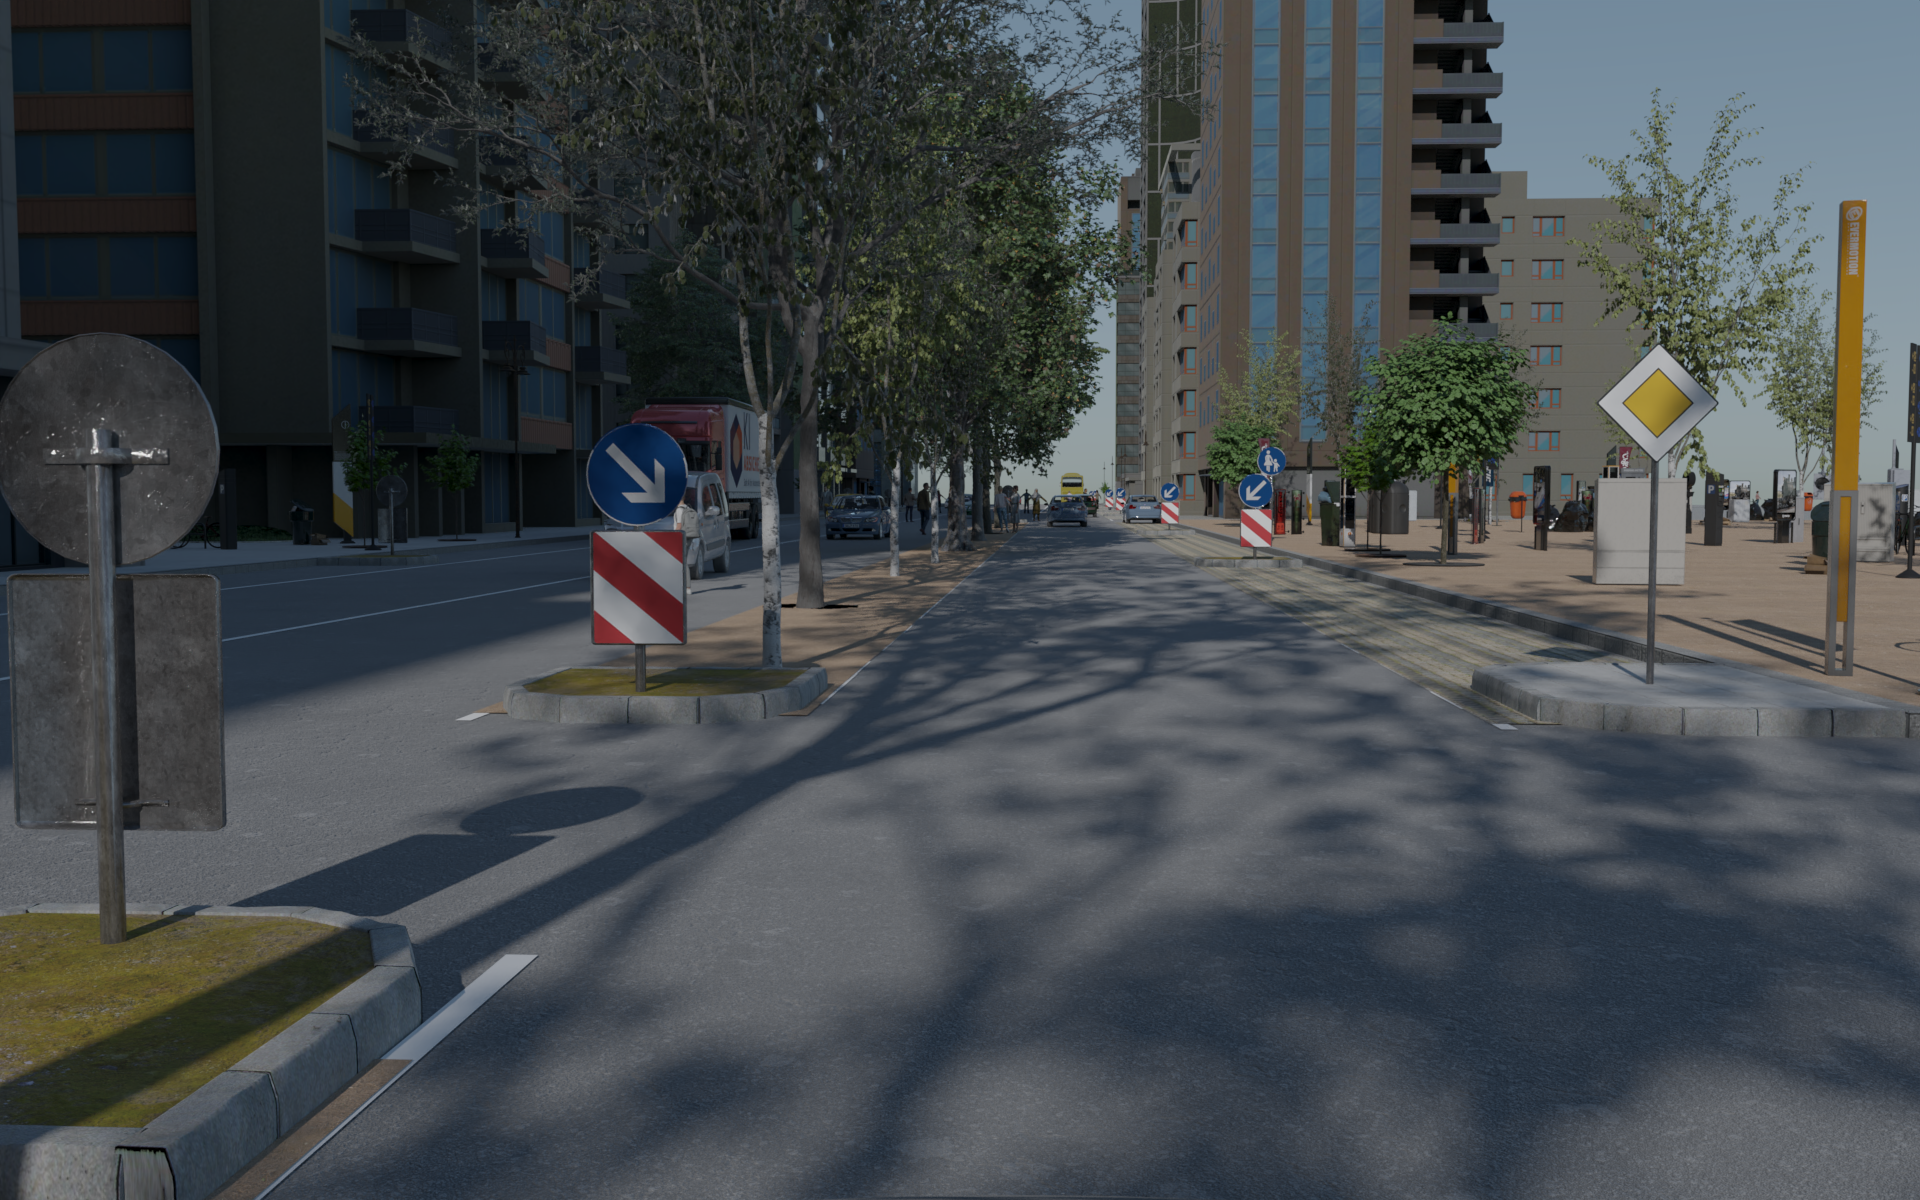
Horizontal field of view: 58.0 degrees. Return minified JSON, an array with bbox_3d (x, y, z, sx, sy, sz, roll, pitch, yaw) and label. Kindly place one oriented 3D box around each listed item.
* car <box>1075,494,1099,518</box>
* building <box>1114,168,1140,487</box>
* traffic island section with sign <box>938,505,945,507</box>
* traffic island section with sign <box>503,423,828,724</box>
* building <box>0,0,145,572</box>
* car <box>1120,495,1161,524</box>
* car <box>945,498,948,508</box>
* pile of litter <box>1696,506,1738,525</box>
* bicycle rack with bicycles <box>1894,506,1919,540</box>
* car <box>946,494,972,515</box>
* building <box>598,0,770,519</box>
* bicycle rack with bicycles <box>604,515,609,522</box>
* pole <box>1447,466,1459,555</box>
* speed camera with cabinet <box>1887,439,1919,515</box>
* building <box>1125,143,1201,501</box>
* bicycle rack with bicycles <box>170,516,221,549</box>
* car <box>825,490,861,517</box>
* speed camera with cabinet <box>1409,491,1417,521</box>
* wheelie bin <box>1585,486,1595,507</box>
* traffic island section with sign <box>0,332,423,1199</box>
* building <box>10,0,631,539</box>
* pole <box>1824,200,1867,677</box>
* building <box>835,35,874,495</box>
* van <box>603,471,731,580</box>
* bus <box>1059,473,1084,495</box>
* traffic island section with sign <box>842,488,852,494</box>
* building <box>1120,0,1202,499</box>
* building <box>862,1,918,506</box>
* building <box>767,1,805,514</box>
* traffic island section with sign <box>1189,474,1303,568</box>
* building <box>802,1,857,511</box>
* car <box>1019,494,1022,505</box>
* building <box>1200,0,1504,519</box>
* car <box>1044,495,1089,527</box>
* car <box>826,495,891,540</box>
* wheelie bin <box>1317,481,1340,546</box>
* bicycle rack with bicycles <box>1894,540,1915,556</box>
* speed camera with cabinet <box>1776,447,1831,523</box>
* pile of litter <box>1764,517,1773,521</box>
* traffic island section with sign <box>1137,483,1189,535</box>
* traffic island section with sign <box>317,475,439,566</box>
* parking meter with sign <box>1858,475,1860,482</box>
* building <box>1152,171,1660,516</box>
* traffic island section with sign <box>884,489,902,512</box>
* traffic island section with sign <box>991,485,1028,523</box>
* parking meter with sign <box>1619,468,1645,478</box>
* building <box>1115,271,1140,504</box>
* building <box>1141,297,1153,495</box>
[{"bbox_3d":[7.599,-5.947,107.025,2.009,1.686,4.222,0,4,4],"label":"car"},{"bbox_3d":[28.620,-35.914,237.300,14.600,45.320,14.200,0,4,3],"label":"building"},{"bbox_3d":[-2.492,-11.364,194.428,1.989,1.847,2.006,0,4,3],"label":"traffic island section with sign"},{"bbox_3d":[-2.027,-0.221,11.756,2.006,1.907,1.989,0,4,3],"label":"traffic island section with sign"},{"bbox_3d":[-25.045,-35.883,24.939,20.563,71.187,20.611,0,4,3],"label":"building"},{"bbox_3d":[8.835,-4.414,84.175,2.014,1.417,4.499,0,4,2],"label":"car"},{"bbox_3d":[-0.489,-9.892,174.098,2.083,1.381,4.827,0,4,4],"label":"car"},{"bbox_3d":[31.599,-3.556,72.098,1.719,0.858,1.176,3,5,40],"label":"pile of litter"},{"bbox_3d":[29.228,-2.373,52.183,2.852,0.926,2.925,1,4,8],"label":"bicycle rack with bicycles"},{"bbox_3d":[0.285,-5.580,103.036,2.131,1.459,4.920,0,4,4],"label":"car"},{"bbox_3d":[-18.520,-19.784,95.173,14.160,30.474,14.107,0,4,3],"label":"building"},{"bbox_3d":[-15.333,-4.045,79.512,2.852,0.926,2.925,1,4,18],"label":"bicycle rack with bicycles"},{"bbox_3d":[10.391,-2.606,36.452,0.158,3.312,0.155,0,3,0],"label":"pole"},{"bbox_3d":[33.801,-4.131,61.875,0.660,3.252,2.038,1,4,8],"label":"speed camera with cabinet"},{"bbox_3d":[33.760,-29.962,181.763,32.217,40.220,23.993,0,4,3],"label":"building"},{"bbox_3d":[-18.862,-1.632,40.066,2.925,0.926,2.852,1,4,12],"label":"bicycle rack with bicycles"},{"bbox_3d":[-4.920,-4.056,76.542,2.015,1.641,3.980,0,4,2],"label":"car"},{"bbox_3d":[20.841,-5.394,82.529,0.660,3.252,2.038,-2,4,-32],"label":"speed camera with cabinet"},{"bbox_3d":[24.421,-3.597,66.723,0.693,1.594,0.980,-2,4,-24],"label":"wheelie bin"},{"bbox_3d":[-2.472,0.231,4.362,2.006,1.907,1.989,0,4,3],"label":"traffic island section with sign"},{"bbox_3d":[-24.734,-24.926,62.159,22.147,44.769,28.867,0,4,3],"label":"building"},{"bbox_3d":[6.221,-1.121,12.164,0.158,3.312,0.155,0,3,0],"label":"pole"},{"bbox_3d":[-15.377,-30.845,154.422,14.600,45.320,14.200,0,4,3],"label":"building"},{"bbox_3d":[-5.099,-1.422,30.266,2.013,2.044,4.112,0,4,2],"label":"van"},{"bbox_3d":[12.913,-12.739,199.833,2.896,3.916,12.252,0,4,3],"label":"bus"},{"bbox_3d":[-7.312,-6.358,112.584,1.989,1.847,2.006,0,4,3],"label":"traffic island section with sign"},{"bbox_3d":[29.738,-46.863,204.461,20.563,71.187,20.611,0,4,3],"label":"building"},{"bbox_3d":[-16.037,-55.359,217.783,22.319,86.520,31.000,0,4,3],"label":"building"},{"bbox_3d":[-17.791,-26.019,109.001,14.154,41.232,14.086,0,4,3],"label":"building"},{"bbox_3d":[5.692,-1.580,34.466,1.989,1.847,2.006,0,4,3],"label":"traffic island section with sign"},{"bbox_3d":[-20.793,-31.357,132.301,23.786,49.044,30.456,0,4,3],"label":"building"},{"bbox_3d":[7.461,-13.859,235.640,2.155,1.783,4.494,0,4,2],"label":"car"},{"bbox_3d":[20.644,-27.180,94.506,14.600,45.320,14.200,0,4,3],"label":"building"},{"bbox_3d":[4.719,-3.951,76.596,2.014,1.417,4.499,0,4,2],"label":"car"},{"bbox_3d":[-3.215,-2.690,55.988,2.014,1.417,4.499,0,4,5],"label":"car"},{"bbox_3d":[9.259,-2.133,42.777,0.980,1.594,0.693,-1,4,-23],"label":"wheelie bin"},{"bbox_3d":[19.768,-1.456,37.183,2.852,0.926,2.925,3,4,36],"label":"bicycle rack with bicycles"},{"bbox_3d":[35.743,-4.831,73.324,2.038,3.252,0.660,2,4,27],"label":"speed camera with cabinet"},{"bbox_3d":[38.609,-4.124,81.388,1.176,0.858,1.719,-1,4,-9],"label":"pile of litter"},{"bbox_3d":[7.284,-3.229,61.419,1.989,1.847,2.006,0,4,3],"label":"traffic island section with sign"},{"bbox_3d":[-11.841,-1.647,35.551,1.989,1.847,2.006,0,4,3],"label":"traffic island section with sign"},{"bbox_3d":[32.225,-4.058,62.606,0.543,3.016,1.738,3,5,43],"label":"parking meter with sign"},{"bbox_3d":[27.774,-16.595,116.360,27.650,21.520,28.899,0,4,3],"label":"building"},{"bbox_3d":[-5.738,-8.008,139.553,1.989,1.847,2.006,0,4,3],"label":"traffic island section with sign"},{"bbox_3d":[2.377,-4.809,86.766,2.006,1.907,1.989,0,4,3],"label":"traffic island section with sign"},{"bbox_3d":[19.697,-3.346,50.964,1.738,3.016,0.543,0,4,0],"label":"parking meter with sign"},{"bbox_3d":[27.038,-27.616,223.218,14.160,30.474,14.107,0,4,3],"label":"building"},{"bbox_3d":[29.867,-18.401,145.897,27.650,21.520,28.899,0,4,3],"label":"building"}]
